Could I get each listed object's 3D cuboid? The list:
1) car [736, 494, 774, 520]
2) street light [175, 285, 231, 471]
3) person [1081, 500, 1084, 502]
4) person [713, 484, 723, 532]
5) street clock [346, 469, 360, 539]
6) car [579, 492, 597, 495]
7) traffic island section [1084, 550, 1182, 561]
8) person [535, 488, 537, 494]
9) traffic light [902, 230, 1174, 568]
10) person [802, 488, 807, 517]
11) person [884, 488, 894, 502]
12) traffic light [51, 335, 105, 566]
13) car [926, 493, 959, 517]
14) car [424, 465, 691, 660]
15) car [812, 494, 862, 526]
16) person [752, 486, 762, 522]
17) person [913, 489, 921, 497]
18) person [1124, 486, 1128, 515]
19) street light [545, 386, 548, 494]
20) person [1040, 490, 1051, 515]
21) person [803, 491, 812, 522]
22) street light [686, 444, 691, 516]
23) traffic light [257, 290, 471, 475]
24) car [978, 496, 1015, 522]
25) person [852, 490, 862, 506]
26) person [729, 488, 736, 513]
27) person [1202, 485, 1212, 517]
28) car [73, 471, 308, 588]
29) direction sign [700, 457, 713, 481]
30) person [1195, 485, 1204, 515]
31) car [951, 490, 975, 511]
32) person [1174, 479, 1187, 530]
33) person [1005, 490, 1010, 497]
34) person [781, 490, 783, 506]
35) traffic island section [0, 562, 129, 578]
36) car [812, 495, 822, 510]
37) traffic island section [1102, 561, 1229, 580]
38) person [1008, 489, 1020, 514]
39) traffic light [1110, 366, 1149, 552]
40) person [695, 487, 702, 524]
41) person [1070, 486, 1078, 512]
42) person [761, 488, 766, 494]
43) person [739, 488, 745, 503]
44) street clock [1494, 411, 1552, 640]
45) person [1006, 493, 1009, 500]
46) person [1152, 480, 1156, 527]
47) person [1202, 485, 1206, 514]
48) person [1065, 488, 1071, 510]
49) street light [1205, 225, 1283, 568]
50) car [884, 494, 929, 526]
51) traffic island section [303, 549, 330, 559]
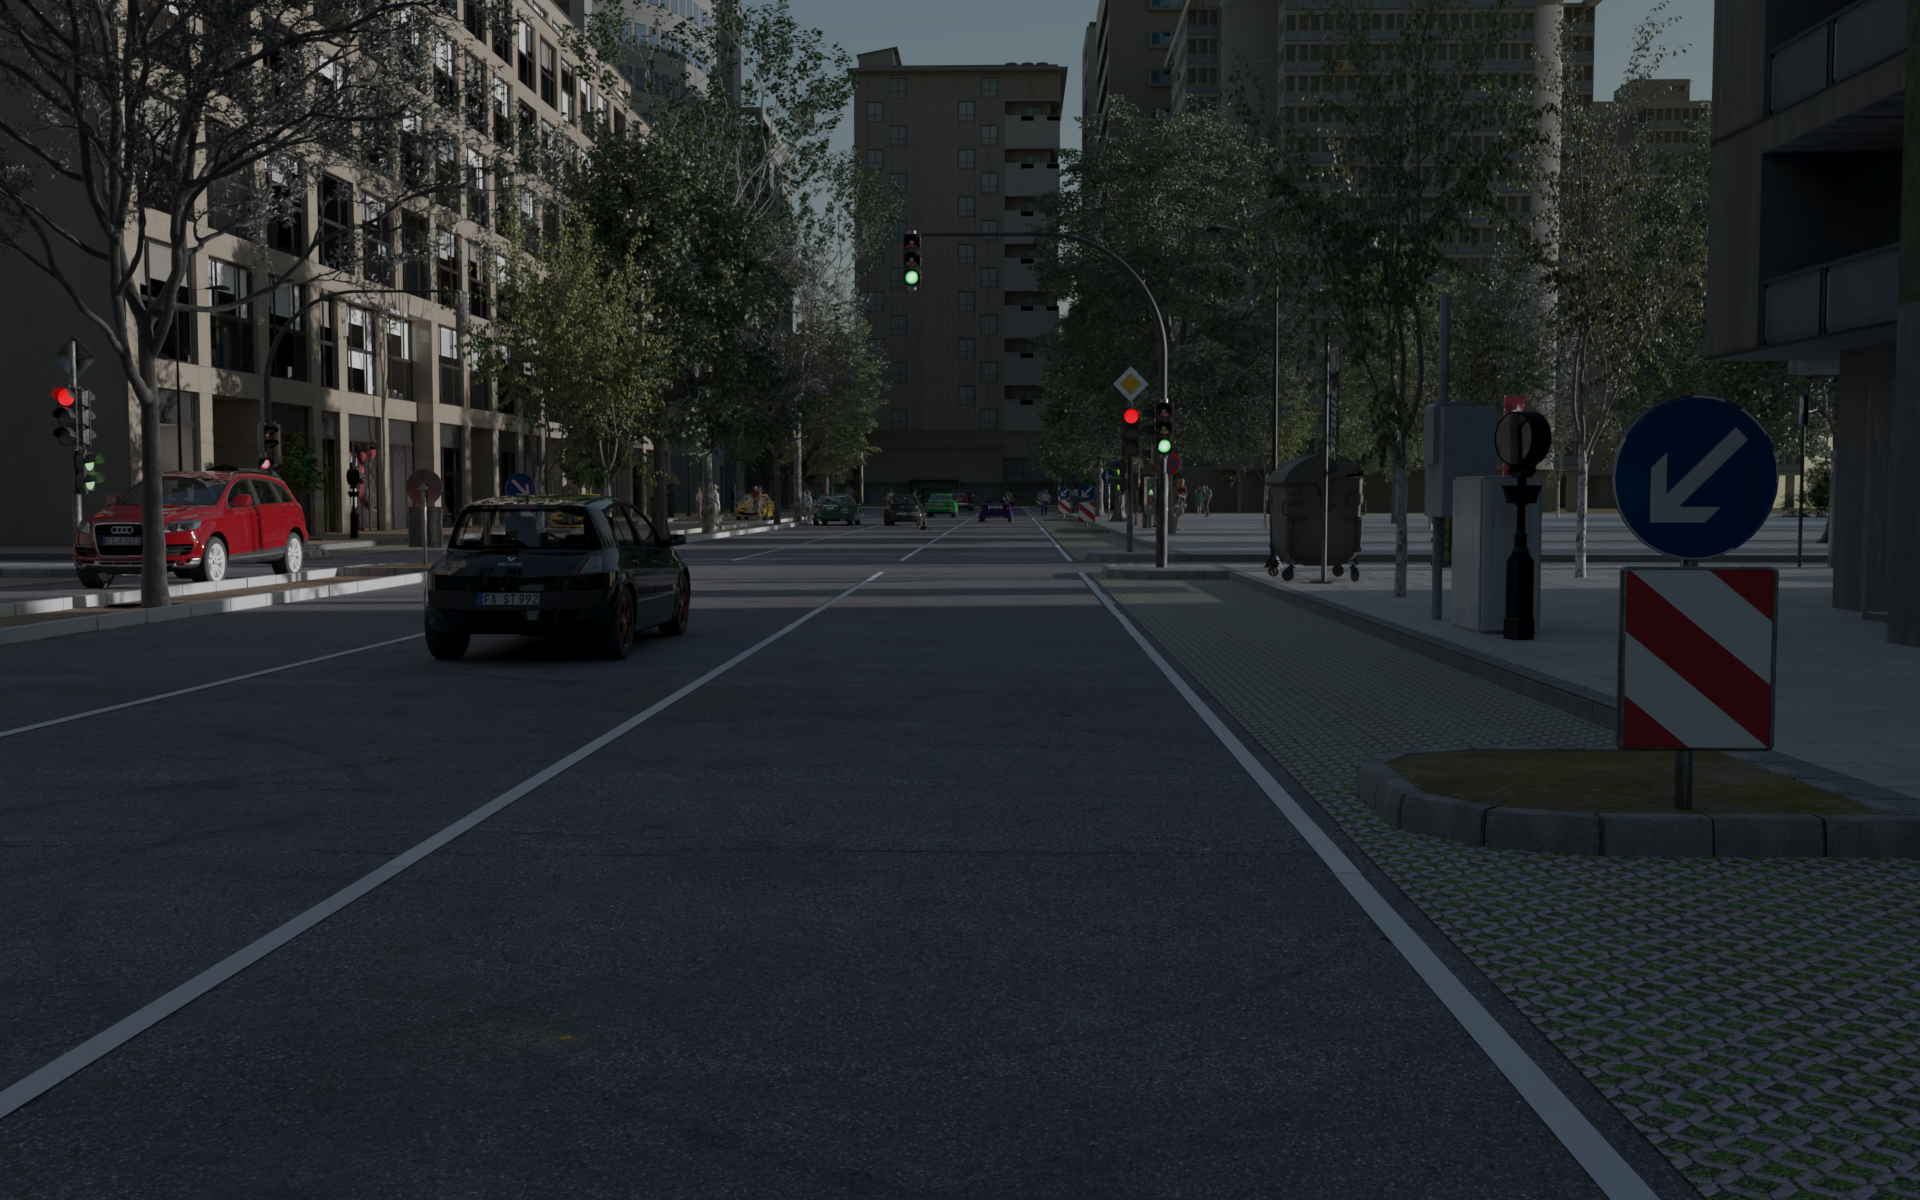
[{"bbox_3d":[-11.362,-5.256,96.152,2.015,1.641,3.980,0,4,2],"label":"car"},{"bbox_3d":[-16.880,-4.041,38.612,1.470,5.913,1.316,0,4,2],"label":"street light"},{"bbox_3d":[11.868,-9.965,169.495,0.617,1.759,0.750,-3,5,-41],"label":"person"},{"bbox_3d":[-9.173,-3.440,64.975,0.641,1.798,0.478,-2,4,-25],"label":"person"},{"bbox_3d":[-17.431,-2.765,49.784,0.358,2.002,0.471,0,4,1],"label":"street clock"},{"bbox_3d":[-14.553,-3.452,66.670,2.015,1.641,3.980,0,4,1],"label":"car"},{"bbox_3d":[3.768,-0.976,38.242,2.009,0.180,2.903,0,4,2],"label":"traffic island section"},{"bbox_3d":[-16.511,-3.759,67.409,0.836,1.842,0.656,0,4,-7],"label":"person"},{"bbox_3d":[1.399,-3.388,30.068,4.771,5.953,1.251,0,4,2],"label":"traffic light"},{"bbox_3d":[-9.722,-6.148,109.198,0.466,1.800,0.511,-1,4,-19],"label":"person"},{"bbox_3d":[-3.774,-5.164,93.293,0.532,1.782,0.716,3,5,40],"label":"person"},{"bbox_3d":[-15.661,-2.555,30.696,0.839,4.253,0.868,0,4,2],"label":"traffic light"},{"bbox_3d":[-1.097,-6.075,108.129,1.959,1.807,4.718,0,4,3],"label":"car"},{"bbox_3d":[-3.692,-0.405,16.405,2.009,1.686,4.222,0,4,2],"label":"car"},{"bbox_3d":[-5.655,-4.153,79.704,2.131,1.459,4.920,0,4,4],"label":"car"},{"bbox_3d":[-10.112,-4.766,86.398,0.580,1.828,0.573,1,4,20],"label":"person"},{"bbox_3d":[-2.644,-5.902,105.560,0.524,1.755,0.480,-1,4,-16],"label":"person"},{"bbox_3d":[10.584,-6.254,108.496,0.583,1.804,0.606,-2,4,-34],"label":"person"},{"bbox_3d":[-16.022,-5.915,69.257,1.470,5.913,1.316,0,4,2],"label":"street light"},{"bbox_3d":[5.736,-6.535,116.292,0.756,1.711,0.436,0,4,6],"label":"person"},{"bbox_3d":[-7.632,-4.695,87.072,0.589,1.601,0.330,3,5,41],"label":"person"},{"bbox_3d":[-15.162,-7.797,100.016,1.470,5.913,1.316,0,4,2],"label":"street light"},{"bbox_3d":[-13.332,-3.913,38.651,4.771,5.953,1.251,0,4,2],"label":"traffic light"},{"bbox_3d":[1.860,-4.678,89.061,1.945,1.354,3.894,0,4,2],"label":"car"},{"bbox_3d":[-7.142,-6.701,118.780,1.217,1.735,0.721,3,5,41],"label":"person"},{"bbox_3d":[-15.478,-6.823,118.419,0.721,1.723,1.217,-1,4,-15],"label":"person"},{"bbox_3d":[13.736,-5.519,96.459,0.473,1.802,0.592,0,4,-7],"label":"person"},{"bbox_3d":[-12.380,-1.191,28.144,2.281,1.827,5.304,0,4,0],"label":"car"},{"bbox_3d":[-15.608,-7.022,106.812,0.876,3.537,0.379,1,4,18],"label":"direction sign"},{"bbox_3d":[14.327,-5.957,103.680,0.600,1.795,0.529,0,4,3],"label":"person"},{"bbox_3d":[0.091,-8.487,147.429,2.281,1.827,5.304,0,4,4],"label":"car"},{"bbox_3d":[7.737,-3.368,61.091,0.573,1.828,0.580,-3,5,-44],"label":"person"},{"bbox_3d":[3.825,-7.823,137.081,0.551,1.740,0.621,-3,5,-43],"label":"person"},{"bbox_3d":[-19.383,-11.178,189.526,0.721,1.735,1.217,0,4,-1],"label":"person"},{"bbox_3d":[-15.701,-0.523,30.832,2.009,0.180,2.903,0,4,2],"label":"traffic island section"},{"bbox_3d":[-9.332,-6.766,122.983,2.083,1.381,4.827,0,4,4],"label":"car"},{"bbox_3d":[3.532,-0.488,30.261,2.009,0.180,2.903,0,4,2],"label":"traffic island section"},{"bbox_3d":[3.740,-7.270,127.456,1.348,1.812,0.705,1,4,17],"label":"person"},{"bbox_3d":[3.728,-3.010,38.130,0.839,4.253,0.868,0,4,2],"label":"traffic light"},{"bbox_3d":[-12.468,-4.535,82.986,0.599,1.781,0.374,-3,5,-43],"label":"person"},{"bbox_3d":[8.052,-7.126,122.422,0.709,1.838,0.599,-3,5,-40],"label":"person"},{"bbox_3d":[-15.175,-7.681,132.151,0.750,1.759,0.617,-2,4,-24],"label":"person"},{"bbox_3d":[-13.902,-6.216,110.228,0.635,1.810,0.391,3,5,42],"label":"person"},{"bbox_3d":[4.933,-0.652,15.229,0.358,2.002,0.471,-2,4,-24],"label":"street clock"},{"bbox_3d":[3.042,-6.162,111.840,0.523,1.515,0.503,2,4,25],"label":"person"},{"bbox_3d":[7.668,-3.689,66.459,0.679,1.850,0.850,-2,4,-27],"label":"person"},{"bbox_3d":[15.542,-6.383,110.176,0.659,1.850,0.755,1,4,14],"label":"person"},{"bbox_3d":[8.503,-7.882,135.589,0.621,1.740,0.551,1,4,12],"label":"person"},{"bbox_3d":[4.929,-3.520,30.093,1.470,5.913,1.316,0,4,2],"label":"street light"},{"bbox_3d":[-2.475,-4.228,78.915,2.009,1.686,4.222,0,4,3],"label":"car"},{"bbox_3d":[-15.465,-1.011,38.814,2.009,0.180,2.903,0,4,2],"label":"traffic island section"}]
